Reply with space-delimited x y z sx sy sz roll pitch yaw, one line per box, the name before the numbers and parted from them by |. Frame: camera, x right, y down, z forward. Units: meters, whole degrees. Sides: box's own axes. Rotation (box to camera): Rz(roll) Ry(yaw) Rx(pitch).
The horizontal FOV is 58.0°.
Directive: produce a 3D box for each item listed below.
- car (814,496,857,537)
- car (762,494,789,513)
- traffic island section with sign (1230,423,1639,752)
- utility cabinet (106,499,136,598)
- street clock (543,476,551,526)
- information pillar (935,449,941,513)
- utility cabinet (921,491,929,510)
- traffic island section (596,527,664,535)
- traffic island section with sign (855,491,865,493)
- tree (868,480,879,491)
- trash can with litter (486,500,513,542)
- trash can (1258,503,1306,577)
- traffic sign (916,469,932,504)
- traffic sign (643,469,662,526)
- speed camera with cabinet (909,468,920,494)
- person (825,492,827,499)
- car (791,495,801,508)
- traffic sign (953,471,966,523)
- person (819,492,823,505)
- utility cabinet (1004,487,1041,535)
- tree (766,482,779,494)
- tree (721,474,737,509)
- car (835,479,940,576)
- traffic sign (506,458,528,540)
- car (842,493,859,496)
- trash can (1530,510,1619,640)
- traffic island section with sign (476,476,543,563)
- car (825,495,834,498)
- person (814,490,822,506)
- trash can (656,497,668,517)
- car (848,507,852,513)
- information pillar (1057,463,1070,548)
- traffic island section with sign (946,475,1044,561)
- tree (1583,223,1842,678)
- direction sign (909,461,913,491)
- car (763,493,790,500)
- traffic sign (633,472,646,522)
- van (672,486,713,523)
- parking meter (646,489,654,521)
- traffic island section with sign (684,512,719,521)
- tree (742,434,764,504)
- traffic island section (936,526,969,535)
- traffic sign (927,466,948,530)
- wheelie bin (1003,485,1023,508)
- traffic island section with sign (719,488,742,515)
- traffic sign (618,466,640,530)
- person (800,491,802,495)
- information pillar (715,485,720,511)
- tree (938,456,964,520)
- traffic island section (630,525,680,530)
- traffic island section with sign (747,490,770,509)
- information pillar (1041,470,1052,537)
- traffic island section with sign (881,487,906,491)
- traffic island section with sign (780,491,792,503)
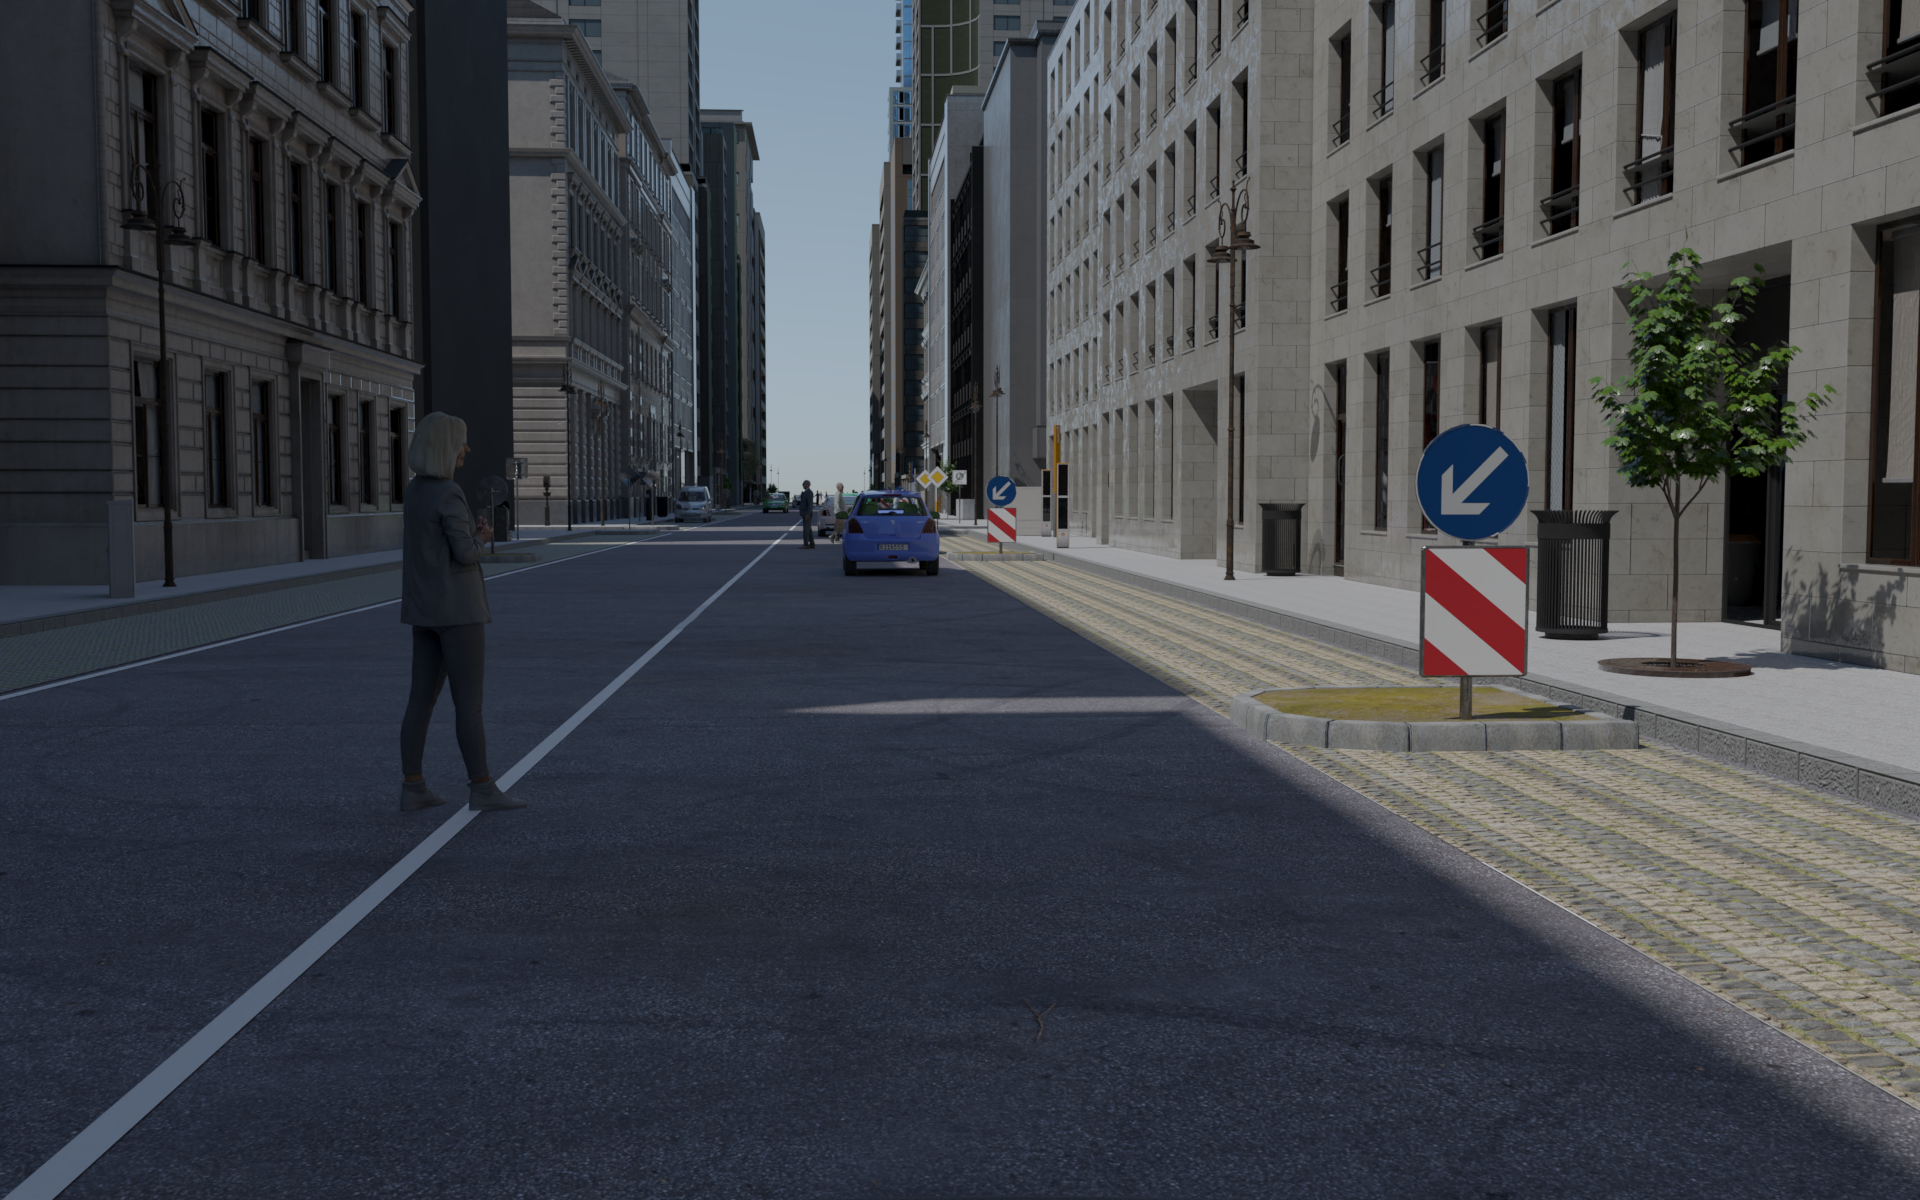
car | -3.992 -2.900 59.771 2.083 1.381 4.827 0 4 -5
car | -13.885 -7.442 130.470 1.959 1.807 4.718 0 4 -2
traffic island section with sign | 2.724 -0.116 10.521 1.989 1.847 2.006 0 4 -4
utility cabinet | -10.535 -0.647 21.743 0.306 1.237 1.020 -2 4 -25
street clock | -16.631 -3.987 69.750 0.358 2.002 0.471 0 4 -5
information pillar | -1.139 -6.038 90.075 0.183 3.616 0.504 2 4 27
utility cabinet | -2.336 -6.491 114.800 0.318 1.500 1.173 1 4 13
traffic island section | -11.749 -2.399 61.499 2.009 0.180 2.903 0 4 -4
traffic island section with sign | -11.125 -11.516 196.908 1.989 1.847 2.006 0 4 -4
tree | -12.348 -15.382 246.099 1.663 3.219 1.824 0 3 0
trash can with litter | -12.423 -2.162 46.728 0.624 1.170 1.055 0 4 -5
trash can | 5.035 -0.947 27.131 0.748 1.137 0.748 0 3 0
traffic sign | -1.403 -4.070 70.190 0.795 2.450 0.064 0 4 -4
traffic sign | -12.318 -4.022 69.402 0.795 2.450 0.064 0 4 -4
speed camera with cabinet | -3.543 -8.573 134.506 0.660 3.252 2.038 1 4 9
person | -19.616 -15.000 253.834 0.705 1.814 1.350 -1 4 -20
car | -16.864 -10.497 183.981 2.083 1.381 4.827 0 4 -4
traffic sign | -0.013 -4.486 75.471 0.606 2.300 0.079 0 4 0
person | -18.695 -13.650 232.342 0.551 1.740 0.621 -2 4 -34
utility cabinet | 1.951 -2.717 53.105 1.173 1.500 0.318 1 4 13
tree | -29.506 -17.099 274.176 1.663 3.219 1.824 0 3 0
tree | -20.724 -9.663 152.584 1.663 3.219 1.824 0 3 0
car | -1.306 -1.353 31.712 1.945 1.707 3.694 0 4 -5
traffic sign | -12.450 -2.849 48.714 0.606 2.300 0.079 0 4 -2
car | -4.708 -4.142 76.517 1.959 1.807 4.718 0 4 -5
trash can | 5.439 -0.228 15.375 0.748 1.137 0.748 0 3 0
traffic island section with sign | -9.893 -1.704 36.495 1.989 1.847 2.006 0 4 -4
car | -16.004 -12.545 217.467 2.083 1.381 4.827 0 4 -6
person | -14.465 -10.224 175.643 1.348 1.826 0.705 3 5 39
trash can | -16.527 -5.167 96.139 0.748 1.137 0.748 0 3 0
car | -1.762 -1.981 41.983 1.945 1.707 3.694 0 4 -3
information pillar | 2.436 -2.230 40.950 0.304 2.012 0.304 0 4 3
traffic island section with sign | 0.719 -1.775 37.645 1.989 1.847 2.006 0 4 -4
tree | 5.060 -1.088 12.388 1.663 3.219 1.824 0 3 0
direction sign | -3.420 -7.864 120.568 0.379 3.537 0.876 -1 4 -21
car | -14.340 -7.717 135.210 2.155 1.783 4.494 0 4 -6
traffic sign | -14.730 -4.738 79.602 0.606 2.300 0.079 0 4 4
van | -13.432 -4.906 87.216 2.013 2.044 4.112 0 4 -5
parking meter | -14.974 -4.601 83.631 0.372 1.533 0.369 0 3 0
traffic island section with sign | -14.035 -5.115 92.263 1.989 1.847 2.006 0 4 -4
tree | -25.908 -16.080 213.268 4.360 8.622 3.978 0 3 0
traffic island section | -0.788 -2.448 62.306 2.009 0.180 2.903 0 4 -4
traffic sign | -0.811 -3.583 62.227 0.795 2.450 0.064 0 4 -4
wheelie bin | 1.884 -3.142 59.273 0.980 1.594 0.693 -1 4 -21
traffic island section with sign | -16.054 -6.759 119.143 1.989 1.847 2.006 0 4 -4
traffic sign | -11.727 -3.535 61.439 0.795 2.450 0.064 0 4 -4
person | -21.207 -13.666 232.070 1.348 1.807 0.705 -2 4 -32
information pillar | -18.791 -7.927 134.101 0.304 2.012 0.304 -1 4 -20
tree | -0.489 -5.667 87.262 1.663 3.219 1.824 0 3 0
traffic island section | -12.341 -2.886 69.462 2.009 0.180 2.903 0 4 -4
traffic island section with sign | -19.704 -9.768 168.339 1.989 1.847 2.006 0 4 -4
information pillar | 2.594 -2.905 51.995 0.304 2.012 0.304 0 4 -1
traffic island section with sign | -3.342 -5.114 92.249 1.989 1.847 2.006 0 4 -4
traffic island section with sign | -27.882 -16.503 278.449 1.989 1.847 2.006 0 4 -4
